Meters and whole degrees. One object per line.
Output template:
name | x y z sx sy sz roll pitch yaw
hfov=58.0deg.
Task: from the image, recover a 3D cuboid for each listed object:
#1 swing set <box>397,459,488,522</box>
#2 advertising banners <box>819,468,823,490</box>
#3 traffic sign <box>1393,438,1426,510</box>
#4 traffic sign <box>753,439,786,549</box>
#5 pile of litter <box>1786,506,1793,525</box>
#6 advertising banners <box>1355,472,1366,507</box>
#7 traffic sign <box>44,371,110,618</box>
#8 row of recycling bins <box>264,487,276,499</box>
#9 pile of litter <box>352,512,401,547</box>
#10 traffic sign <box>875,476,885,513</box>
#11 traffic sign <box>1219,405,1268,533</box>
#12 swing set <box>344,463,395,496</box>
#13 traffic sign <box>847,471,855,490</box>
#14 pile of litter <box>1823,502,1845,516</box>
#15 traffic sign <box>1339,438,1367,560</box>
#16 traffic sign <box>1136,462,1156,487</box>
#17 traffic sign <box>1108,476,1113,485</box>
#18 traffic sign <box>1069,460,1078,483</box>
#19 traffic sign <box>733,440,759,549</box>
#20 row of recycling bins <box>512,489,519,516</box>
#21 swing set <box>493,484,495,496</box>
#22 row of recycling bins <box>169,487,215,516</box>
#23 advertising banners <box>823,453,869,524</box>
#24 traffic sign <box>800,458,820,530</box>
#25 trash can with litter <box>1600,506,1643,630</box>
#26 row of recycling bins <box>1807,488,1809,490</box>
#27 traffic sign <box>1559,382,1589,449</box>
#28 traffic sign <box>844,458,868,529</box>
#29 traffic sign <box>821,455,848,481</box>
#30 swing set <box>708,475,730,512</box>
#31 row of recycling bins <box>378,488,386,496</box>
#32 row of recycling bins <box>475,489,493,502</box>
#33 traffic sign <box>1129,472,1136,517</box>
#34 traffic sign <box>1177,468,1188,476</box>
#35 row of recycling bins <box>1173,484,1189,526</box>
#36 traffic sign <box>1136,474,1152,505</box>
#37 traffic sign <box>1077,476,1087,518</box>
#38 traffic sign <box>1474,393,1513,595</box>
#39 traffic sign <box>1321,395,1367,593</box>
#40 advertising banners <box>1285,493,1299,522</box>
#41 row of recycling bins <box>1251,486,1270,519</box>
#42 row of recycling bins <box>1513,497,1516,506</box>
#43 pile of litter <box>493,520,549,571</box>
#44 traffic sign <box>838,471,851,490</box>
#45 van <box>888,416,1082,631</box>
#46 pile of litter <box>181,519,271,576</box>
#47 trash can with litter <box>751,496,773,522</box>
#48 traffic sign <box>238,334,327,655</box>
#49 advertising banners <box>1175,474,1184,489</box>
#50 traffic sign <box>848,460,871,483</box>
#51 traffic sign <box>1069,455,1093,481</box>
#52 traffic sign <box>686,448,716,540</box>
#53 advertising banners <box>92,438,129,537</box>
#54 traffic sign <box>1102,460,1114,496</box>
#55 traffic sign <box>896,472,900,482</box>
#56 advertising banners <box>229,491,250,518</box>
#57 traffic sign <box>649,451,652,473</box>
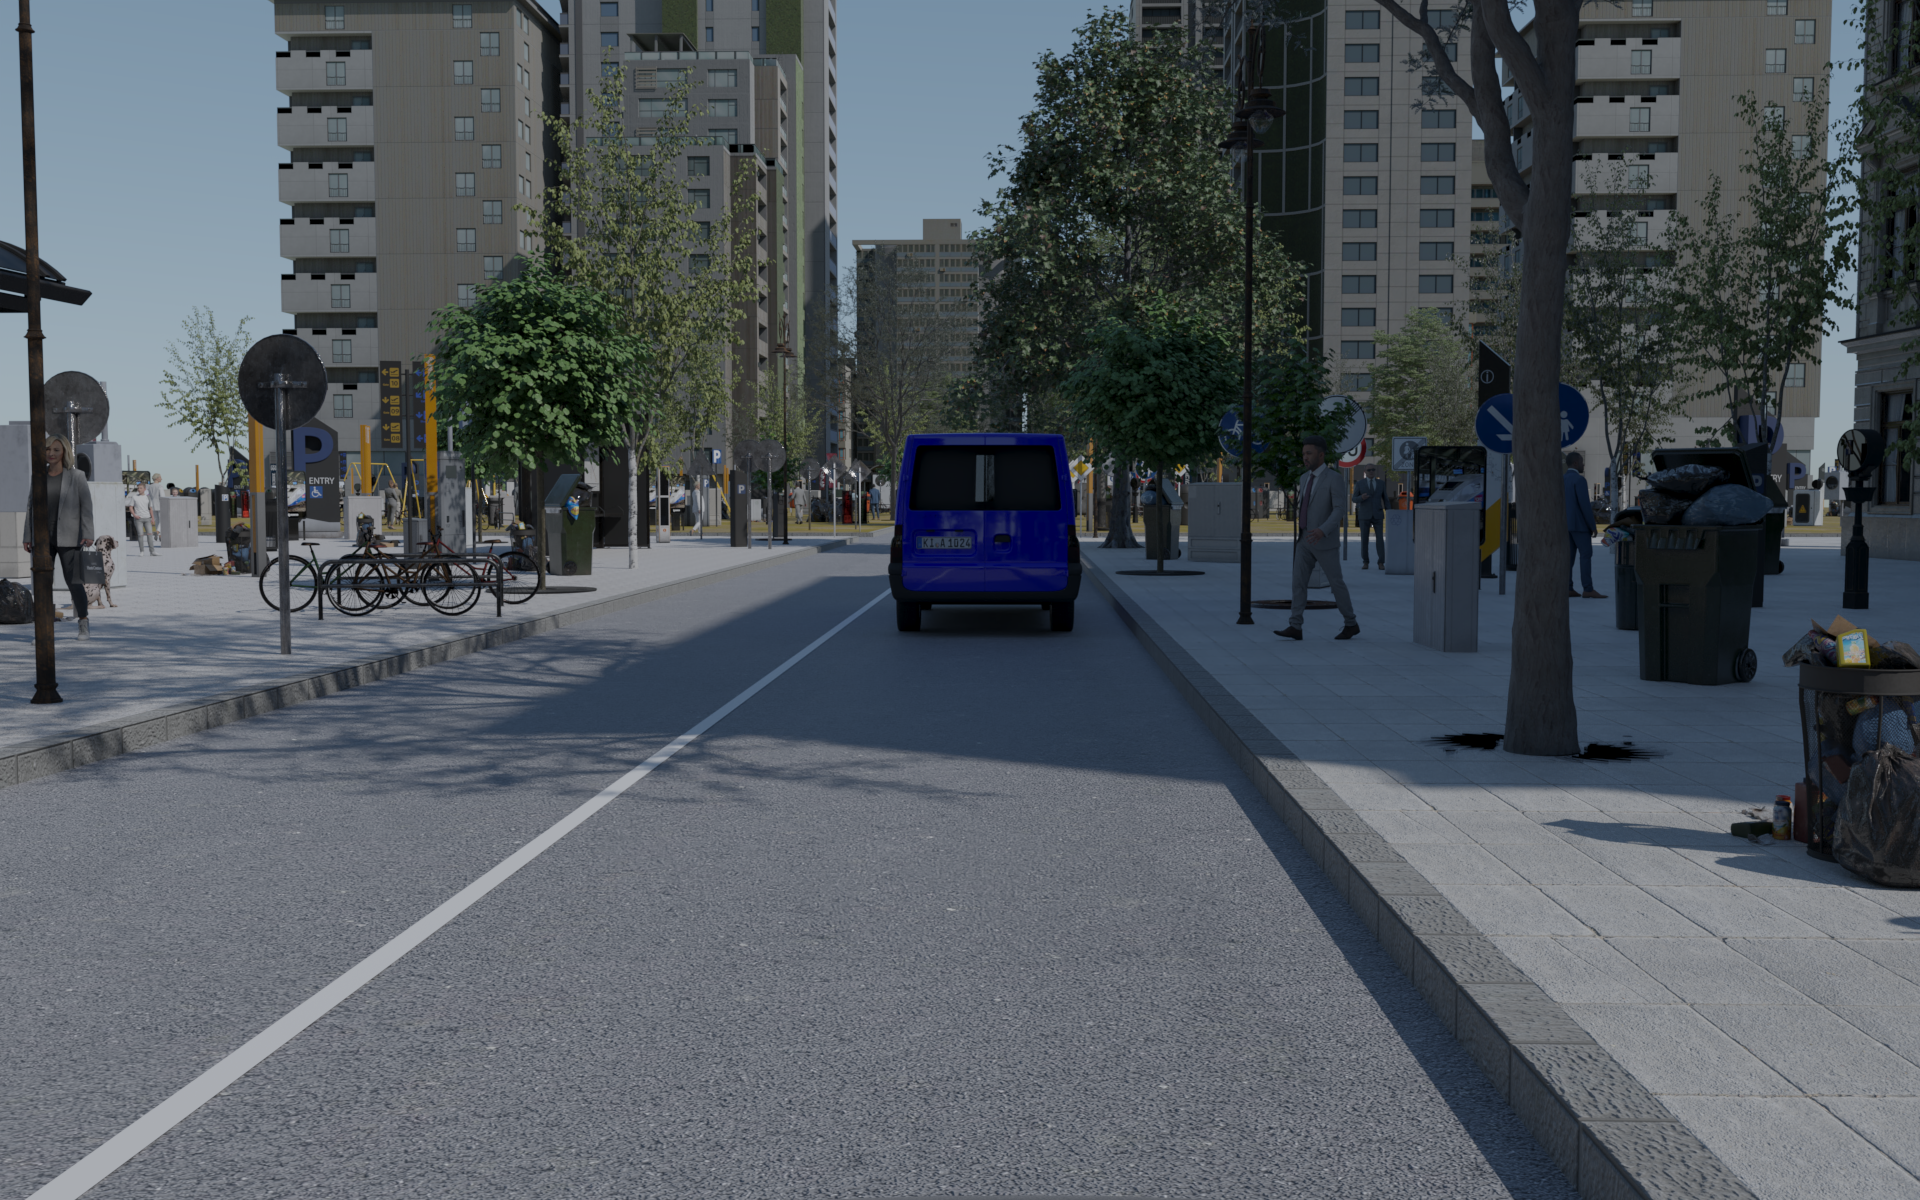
swing set | -23.314 -4.938 78.349 3.119 2.851 2.862 0 4 0
advertising banners | -9.755 -7.234 114.469 2.074 3.025 0.090 2 4 24
traffic sign | 8.032 -1.767 31.020 0.606 2.300 0.079 0 4 5
traffic sign | -4.421 -2.452 40.198 0.768 2.556 0.104 0 4 3
pile of litter | 34.523 -3.559 72.162 1.176 0.858 1.719 1 4 15
advertising banners | 26.092 -7.123 112.648 0.090 3.025 2.074 2 4 32
traffic sign | -9.162 -1.088 17.902 0.768 2.556 0.104 0 4 2
row of recycling bins | -42.220 -5.965 104.643 3.534 1.692 1.069 3 4 37
pile of litter | -14.253 -1.729 42.237 1.176 0.858 1.719 -1 4 -11
traffic sign | -5.354 -7.121 116.529 0.768 2.556 0.104 1 4 10
traffic sign | 4.083 -1.514 24.867 0.768 2.556 0.104 1 4 8
swing set | -29.807 -5.506 87.640 2.862 2.851 3.119 1 4 15
traffic sign | -6.120 -5.862 95.957 0.768 2.556 0.104 0 4 3
pile of litter | 50.454 -5.251 99.818 1.176 0.858 1.719 -2 4 -31
traffic sign | 7.447 -2.037 33.413 0.768 2.556 0.104 0 4 6
traffic sign | 6.427 -3.653 59.824 0.768 2.556 0.104 0 4 4
traffic sign | 7.642 -5.146 86.272 0.606 2.300 0.079 1 4 12
traffic sign | 3.855 -3.463 58.810 0.795 2.593 0.064 0 4 2
traffic sign | -4.927 -2.471 40.500 0.768 2.556 0.104 0 4 6
row of recycling bins | -24.794 -5.852 102.796 3.534 1.692 1.069 -1 4 -18
swing set | -29.480 -6.365 101.693 2.862 2.851 3.119 2 4 29
row of recycling bins | -44.436 -5.736 100.893 1.069 1.692 3.534 3 4 37
advertising banners | -4.818 -4.777 74.287 2.074 3.025 0.090 -2 4 -33
traffic sign | -5.342 -3.753 61.466 0.768 2.556 0.104 1 4 8
trash can with litter | 6.504 -0.319 16.607 0.624 1.170 1.055 2 4 24
row of recycling bins | 61.062 -7.240 125.485 1.069 1.692 3.534 1 4 13
traffic sign | 6.767 -1.204 19.793 0.768 2.556 0.104 0 4 3
traffic sign | -3.782 -3.842 62.813 0.884 2.594 0.081 0 4 7
traffic sign | -3.721 -2.992 51.111 0.795 2.593 0.064 0 4 2
swing set | -15.297 -6.596 105.464 2.862 2.851 3.119 0 4 -7
row of recycling bins | -39.675 -6.883 119.643 1.069 1.692 3.534 -1 4 -23
row of recycling bins | -36.431 -7.583 131.101 1.069 1.692 3.534 2 4 24
traffic sign | 9.771 -6.042 98.898 0.768 2.556 0.104 1 4 9
traffic sign | 7.345 -3.561 57.955 0.795 2.593 0.064 1 4 9
row of recycling bins | 9.730 -3.970 72.023 1.069 1.692 3.534 1 4 20
traffic sign | 8.460 -4.863 79.614 0.768 2.556 0.104 0 4 4
traffic sign | 6.825 -5.773 94.394 0.884 2.594 0.081 0 4 8
traffic sign | 6.917 -1.340 22.017 0.768 2.556 0.104 1 4 10
traffic sign | 4.839 -1.359 22.320 0.768 2.556 0.104 0 4 4
advertising banners | 16.120 -5.156 80.481 2.074 3.025 0.090 0 4 -6
row of recycling bins | 15.043 -5.037 89.475 1.069 1.692 3.534 2 4 31
row of recycling bins | 33.930 -5.887 103.372 3.534 1.692 1.069 0 4 5
pile of litter | -7.204 -0.935 29.245 1.176 0.858 1.719 -3 4 -36
traffic sign | -6.334 -5.797 94.891 0.768 2.556 0.104 1 4 9
van | 0.297 -0.939 19.737 2.240 2.365 5.245 0 4 1
pile of litter | -11.835 -0.850 27.860 1.176 0.858 1.719 2 4 27
trash can with litter | -9.231 -4.196 79.666 2.233 1.210 1.678 -3 5 -42
traffic sign | -5.399 -0.837 13.796 0.768 2.556 0.104 1 4 9
advertising banners | 11.225 -5.314 83.069 2.074 3.025 0.090 1 4 15
traffic sign | -3.434 -3.480 59.091 0.795 2.593 0.064 0 4 2
traffic sign | 3.568 -2.975 50.830 0.795 2.593 0.064 0 4 2
traffic sign | -7.287 -2.980 48.727 0.884 2.594 0.081 1 4 12
advertising banners | -24.911 -3.341 50.806 0.090 3.025 2.074 1 4 17
traffic sign | 4.608 -3.167 51.886 0.768 2.556 0.104 1 4 9
traffic sign | -3.208 -5.916 96.838 0.768 2.556 0.104 1 4 11
advertising banners | -38.323 -5.906 92.744 0.090 3.025 2.074 2 4 29
traffic sign | -8.773 -2.913 47.733 0.768 2.556 0.104 1 4 11
